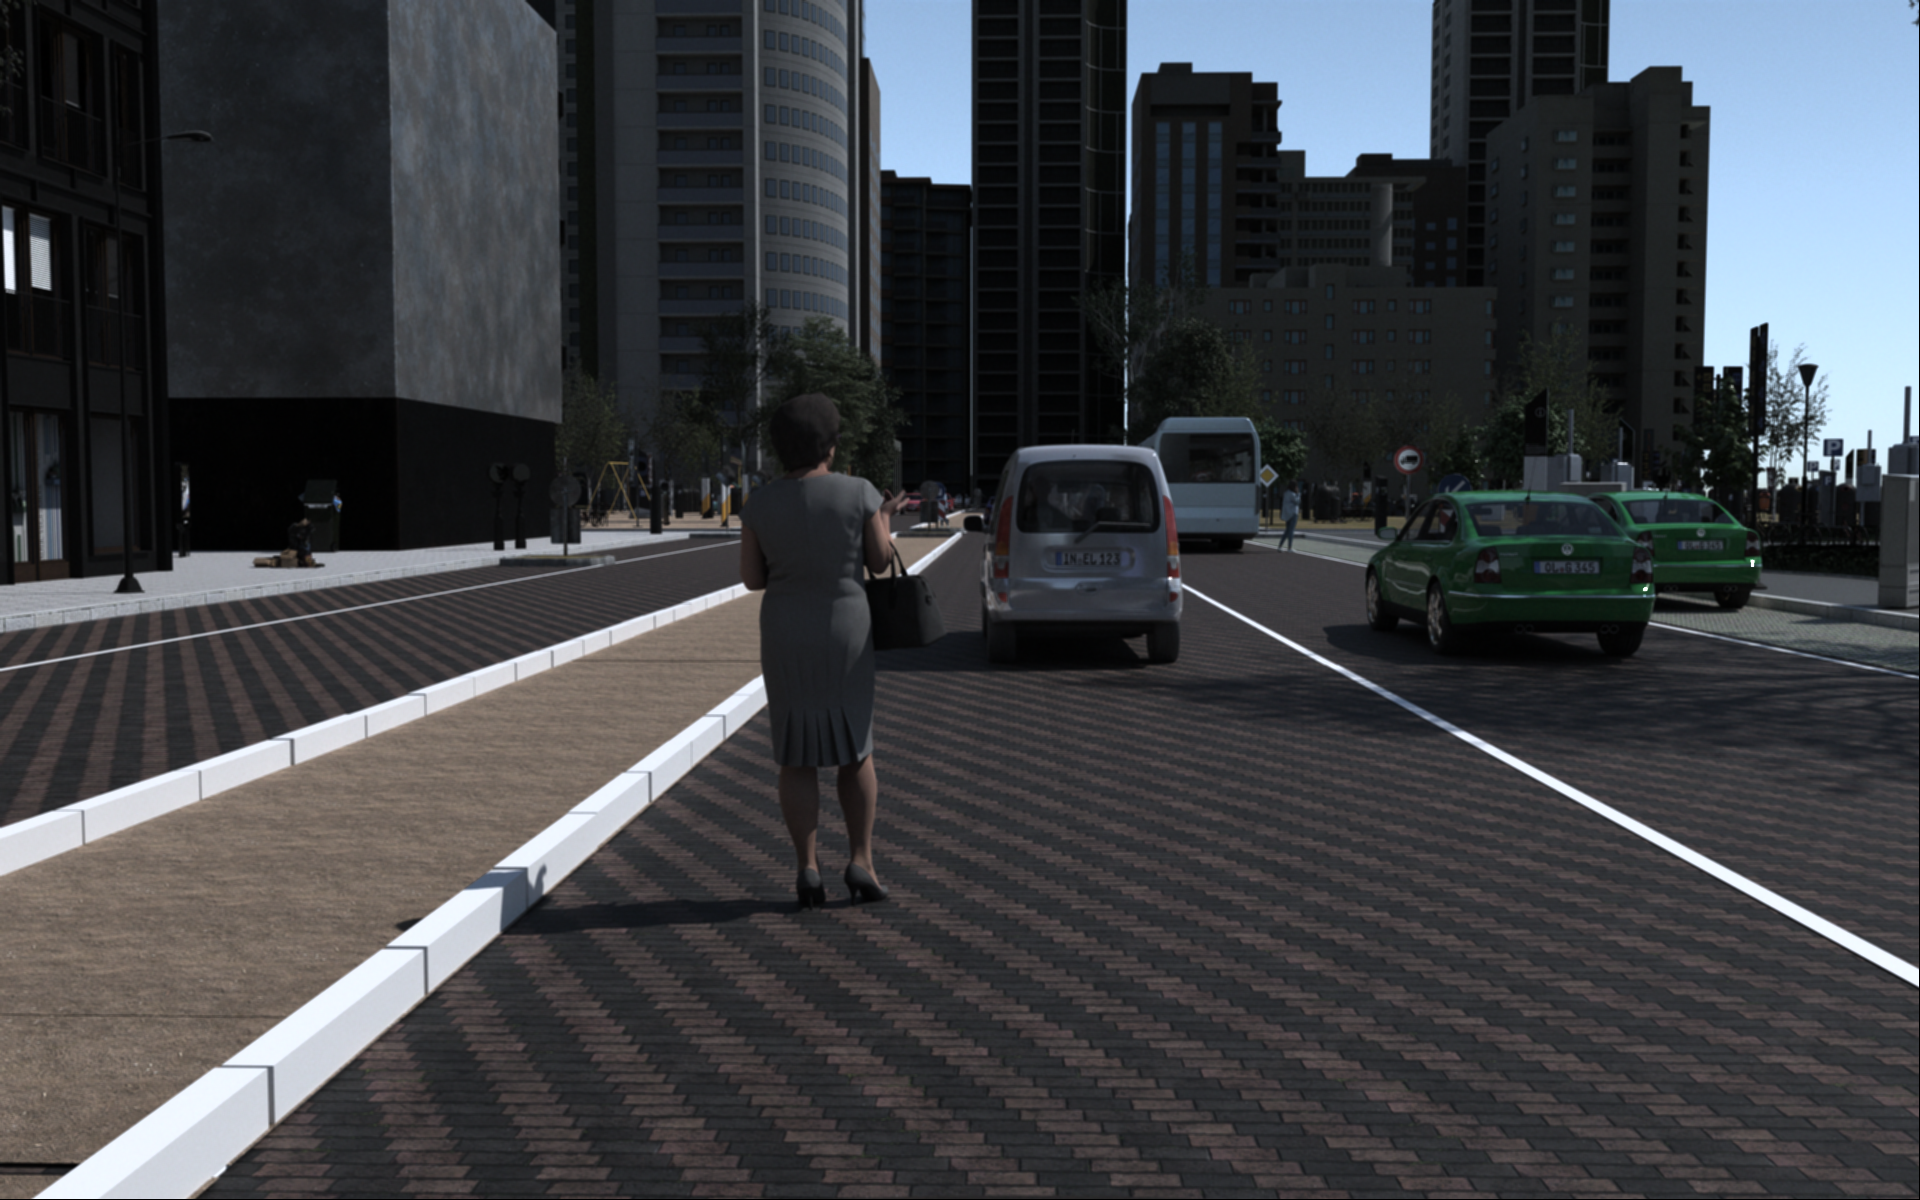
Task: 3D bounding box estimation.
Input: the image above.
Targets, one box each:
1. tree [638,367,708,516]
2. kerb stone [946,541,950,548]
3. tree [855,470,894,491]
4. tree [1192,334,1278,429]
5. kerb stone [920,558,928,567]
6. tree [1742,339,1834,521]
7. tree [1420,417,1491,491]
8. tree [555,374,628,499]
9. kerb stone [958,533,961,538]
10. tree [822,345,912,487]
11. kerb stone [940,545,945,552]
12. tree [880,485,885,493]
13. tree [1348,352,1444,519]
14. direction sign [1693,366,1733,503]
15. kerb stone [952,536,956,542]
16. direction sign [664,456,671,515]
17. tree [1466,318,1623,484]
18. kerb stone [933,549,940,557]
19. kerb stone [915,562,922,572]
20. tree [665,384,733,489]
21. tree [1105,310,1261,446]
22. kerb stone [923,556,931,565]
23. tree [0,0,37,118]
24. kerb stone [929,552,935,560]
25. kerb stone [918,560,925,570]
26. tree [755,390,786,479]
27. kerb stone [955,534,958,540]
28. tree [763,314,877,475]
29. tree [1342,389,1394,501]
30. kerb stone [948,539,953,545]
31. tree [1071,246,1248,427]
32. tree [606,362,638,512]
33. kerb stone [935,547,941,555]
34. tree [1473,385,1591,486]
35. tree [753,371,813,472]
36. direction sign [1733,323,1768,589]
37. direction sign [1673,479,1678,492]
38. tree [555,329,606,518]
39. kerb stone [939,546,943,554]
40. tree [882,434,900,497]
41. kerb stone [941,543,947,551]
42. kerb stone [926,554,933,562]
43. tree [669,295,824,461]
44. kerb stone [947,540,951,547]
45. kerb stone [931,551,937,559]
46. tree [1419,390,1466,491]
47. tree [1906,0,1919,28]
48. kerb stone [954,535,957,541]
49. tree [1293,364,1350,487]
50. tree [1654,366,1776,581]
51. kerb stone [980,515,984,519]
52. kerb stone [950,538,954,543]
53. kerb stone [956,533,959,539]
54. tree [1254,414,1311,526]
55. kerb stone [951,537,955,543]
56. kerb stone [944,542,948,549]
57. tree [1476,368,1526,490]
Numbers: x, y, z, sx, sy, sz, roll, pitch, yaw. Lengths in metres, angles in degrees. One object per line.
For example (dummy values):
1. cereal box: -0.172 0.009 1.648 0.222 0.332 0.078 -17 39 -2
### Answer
1. tree: -16.645 -9.161 100.146 4.360 8.622 3.978 0 3 0
2. kerb stone: -0.405 -1.355 44.375 0.120 0.150 1.000 0 4 2
3. tree: -7.358 -9.877 145.199 4.285 4.588 4.351 0 3 0
4. tree: 12.826 -7.966 80.604 4.737 8.622 4.395 0 3 0
5. kerb stone: -0.744 -0.666 33.090 0.120 0.150 1.000 0 4 2
6. tree: 39.366 -8.110 82.966 4.360 8.622 3.978 0 3 0
7. tree: 12.669 -3.003 43.704 1.663 3.219 1.824 0 3 0
8. tree: -22.143 -9.507 105.795 4.737 8.622 4.395 0 3 0
9. kerb stone: -0.127 -1.915 53.580 0.120 0.150 1.000 0 4 2
10. tree: -8.309 -13.248 133.619 9.611 12.733 9.660 0 3 0
11. kerb stone: -0.505 -1.168 41.297 0.120 0.150 1.000 0 4 2
12. tree: -7.088 -9.492 149.800 1.663 3.219 1.824 0 3 0
13. tree: 22.793 -8.479 88.987 4.360 8.622 3.978 0 3 0
14. direction sign: 13.436 -2.372 30.779 0.876 3.537 0.379 0 4 -4
15. kerb stone: -0.261 -1.670 49.492 0.120 0.150 1.000 0 4 2
16. direction sign: -17.574 -6.861 104.175 0.379 3.537 0.876 -2 4 -32
17. tree: 24.852 -7.506 73.082 4.737 8.622 4.395 0 3 0
18. kerb stone: -0.586 -0.980 38.222 0.120 0.150 1.000 0 4 2
19. kerb stone: -0.803 -0.541 31.038 0.120 0.150 1.000 0 4 2
20. tree: -16.866 -10.027 114.299 4.737 8.622 4.395 0 3 0
21. tree: 14.313 -11.683 108.023 9.611 12.733 9.660 0 3 0
22. kerb stone: -0.711 -0.729 34.123 0.120 0.150 1.000 0 4 2
23. tree: -11.138 -4.001 15.775 4.360 8.622 3.978 0 3 0
24. kerb stone: -0.654 -0.855 36.169 0.120 0.150 1.000 0 4 2
25. kerb stone: -0.776 -0.603 32.061 0.120 0.150 1.000 0 4 2
26. tree: -12.465 -10.485 121.791 4.737 8.622 4.395 0 3 0
27. kerb stone: -0.199 -1.795 51.538 0.120 0.150 1.000 0 4 2
28. tree: -8.671 -11.711 109.598 7.486 12.596 7.792 0 3 0
29. tree: 28.582 -10.521 122.381 4.737 8.622 4.395 0 3 0
30. kerb stone: -0.344 -1.476 46.423 0.120 0.150 1.000 0 4 2
31. tree: 15.146 -16.919 132.509 12.611 20.169 13.585 0 3 0
32. tree: -19.511 -8.594 90.878 4.360 8.622 3.978 0 3 0
33. kerb stone: -0.563 -1.043 39.244 0.120 0.150 1.000 0 4 2
34. tree: 17.262 -4.194 52.292 4.285 4.588 4.351 0 3 0
35. tree: -9.661 -9.066 98.599 4.360 8.622 3.978 0 3 0
36. direction sign: 10.748 -1.921 23.398 0.379 3.537 0.876 1 4 12
37. direction sign: 44.497 -7.056 107.359 0.876 3.537 0.379 -2 4 -30
38. tree: -17.249 -7.461 72.355 4.360 8.622 3.978 0 3 0
39. kerb stone: -0.525 -1.106 40.274 0.120 0.150 1.000 0 4 2
40. tree: -7.228 -12.885 161.032 4.360 8.622 3.978 0 3 0
41. kerb stone: -0.467 -1.231 42.324 0.120 0.150 1.000 0 4 2
42. kerb stone: -0.683 -0.791 35.147 0.120 0.150 1.000 0 4 2
43. tree: -9.796 -8.939 80.573 8.767 10.594 7.601 2 4 34
44. kerb stone: -0.375 -1.414 45.398 0.120 0.150 1.000 0 4 2
45. kerb stone: -0.625 -0.912 37.195 0.120 0.150 1.000 0 4 2
46. tree: 34.454 -10.587 123.456 4.737 8.622 4.395 0 3 0
47. tree: 11.924 -6.354 14.265 12.009 13.543 11.850 0 3 0
48. kerb stone: -0.225 -1.732 50.516 0.120 0.150 1.000 0 4 2
49. tree: 21.094 -9.084 98.887 4.360 8.622 3.978 0 3 0
50. tree: 11.474 -1.906 25.769 1.663 3.219 1.824 0 3 0
51. kerb stone: 1.500 -5.275 108.459 0.120 0.150 1.000 0 4 2
52. kerb stone: -0.312 -1.543 47.444 0.120 0.150 1.000 0 4 2
53. kerb stone: -0.167 -1.856 52.559 0.120 0.150 1.000 0 4 2
54. tree: 12.752 -5.349 71.175 4.285 4.588 4.351 0 3 0
55. kerb stone: -0.291 -1.607 48.466 0.120 0.150 1.000 0 4 2
56. kerb stone: -0.435 -1.294 43.345 0.120 0.150 1.000 0 4 2
57. tree: 31.785 -9.183 100.498 4.360 8.622 3.978 0 3 0
